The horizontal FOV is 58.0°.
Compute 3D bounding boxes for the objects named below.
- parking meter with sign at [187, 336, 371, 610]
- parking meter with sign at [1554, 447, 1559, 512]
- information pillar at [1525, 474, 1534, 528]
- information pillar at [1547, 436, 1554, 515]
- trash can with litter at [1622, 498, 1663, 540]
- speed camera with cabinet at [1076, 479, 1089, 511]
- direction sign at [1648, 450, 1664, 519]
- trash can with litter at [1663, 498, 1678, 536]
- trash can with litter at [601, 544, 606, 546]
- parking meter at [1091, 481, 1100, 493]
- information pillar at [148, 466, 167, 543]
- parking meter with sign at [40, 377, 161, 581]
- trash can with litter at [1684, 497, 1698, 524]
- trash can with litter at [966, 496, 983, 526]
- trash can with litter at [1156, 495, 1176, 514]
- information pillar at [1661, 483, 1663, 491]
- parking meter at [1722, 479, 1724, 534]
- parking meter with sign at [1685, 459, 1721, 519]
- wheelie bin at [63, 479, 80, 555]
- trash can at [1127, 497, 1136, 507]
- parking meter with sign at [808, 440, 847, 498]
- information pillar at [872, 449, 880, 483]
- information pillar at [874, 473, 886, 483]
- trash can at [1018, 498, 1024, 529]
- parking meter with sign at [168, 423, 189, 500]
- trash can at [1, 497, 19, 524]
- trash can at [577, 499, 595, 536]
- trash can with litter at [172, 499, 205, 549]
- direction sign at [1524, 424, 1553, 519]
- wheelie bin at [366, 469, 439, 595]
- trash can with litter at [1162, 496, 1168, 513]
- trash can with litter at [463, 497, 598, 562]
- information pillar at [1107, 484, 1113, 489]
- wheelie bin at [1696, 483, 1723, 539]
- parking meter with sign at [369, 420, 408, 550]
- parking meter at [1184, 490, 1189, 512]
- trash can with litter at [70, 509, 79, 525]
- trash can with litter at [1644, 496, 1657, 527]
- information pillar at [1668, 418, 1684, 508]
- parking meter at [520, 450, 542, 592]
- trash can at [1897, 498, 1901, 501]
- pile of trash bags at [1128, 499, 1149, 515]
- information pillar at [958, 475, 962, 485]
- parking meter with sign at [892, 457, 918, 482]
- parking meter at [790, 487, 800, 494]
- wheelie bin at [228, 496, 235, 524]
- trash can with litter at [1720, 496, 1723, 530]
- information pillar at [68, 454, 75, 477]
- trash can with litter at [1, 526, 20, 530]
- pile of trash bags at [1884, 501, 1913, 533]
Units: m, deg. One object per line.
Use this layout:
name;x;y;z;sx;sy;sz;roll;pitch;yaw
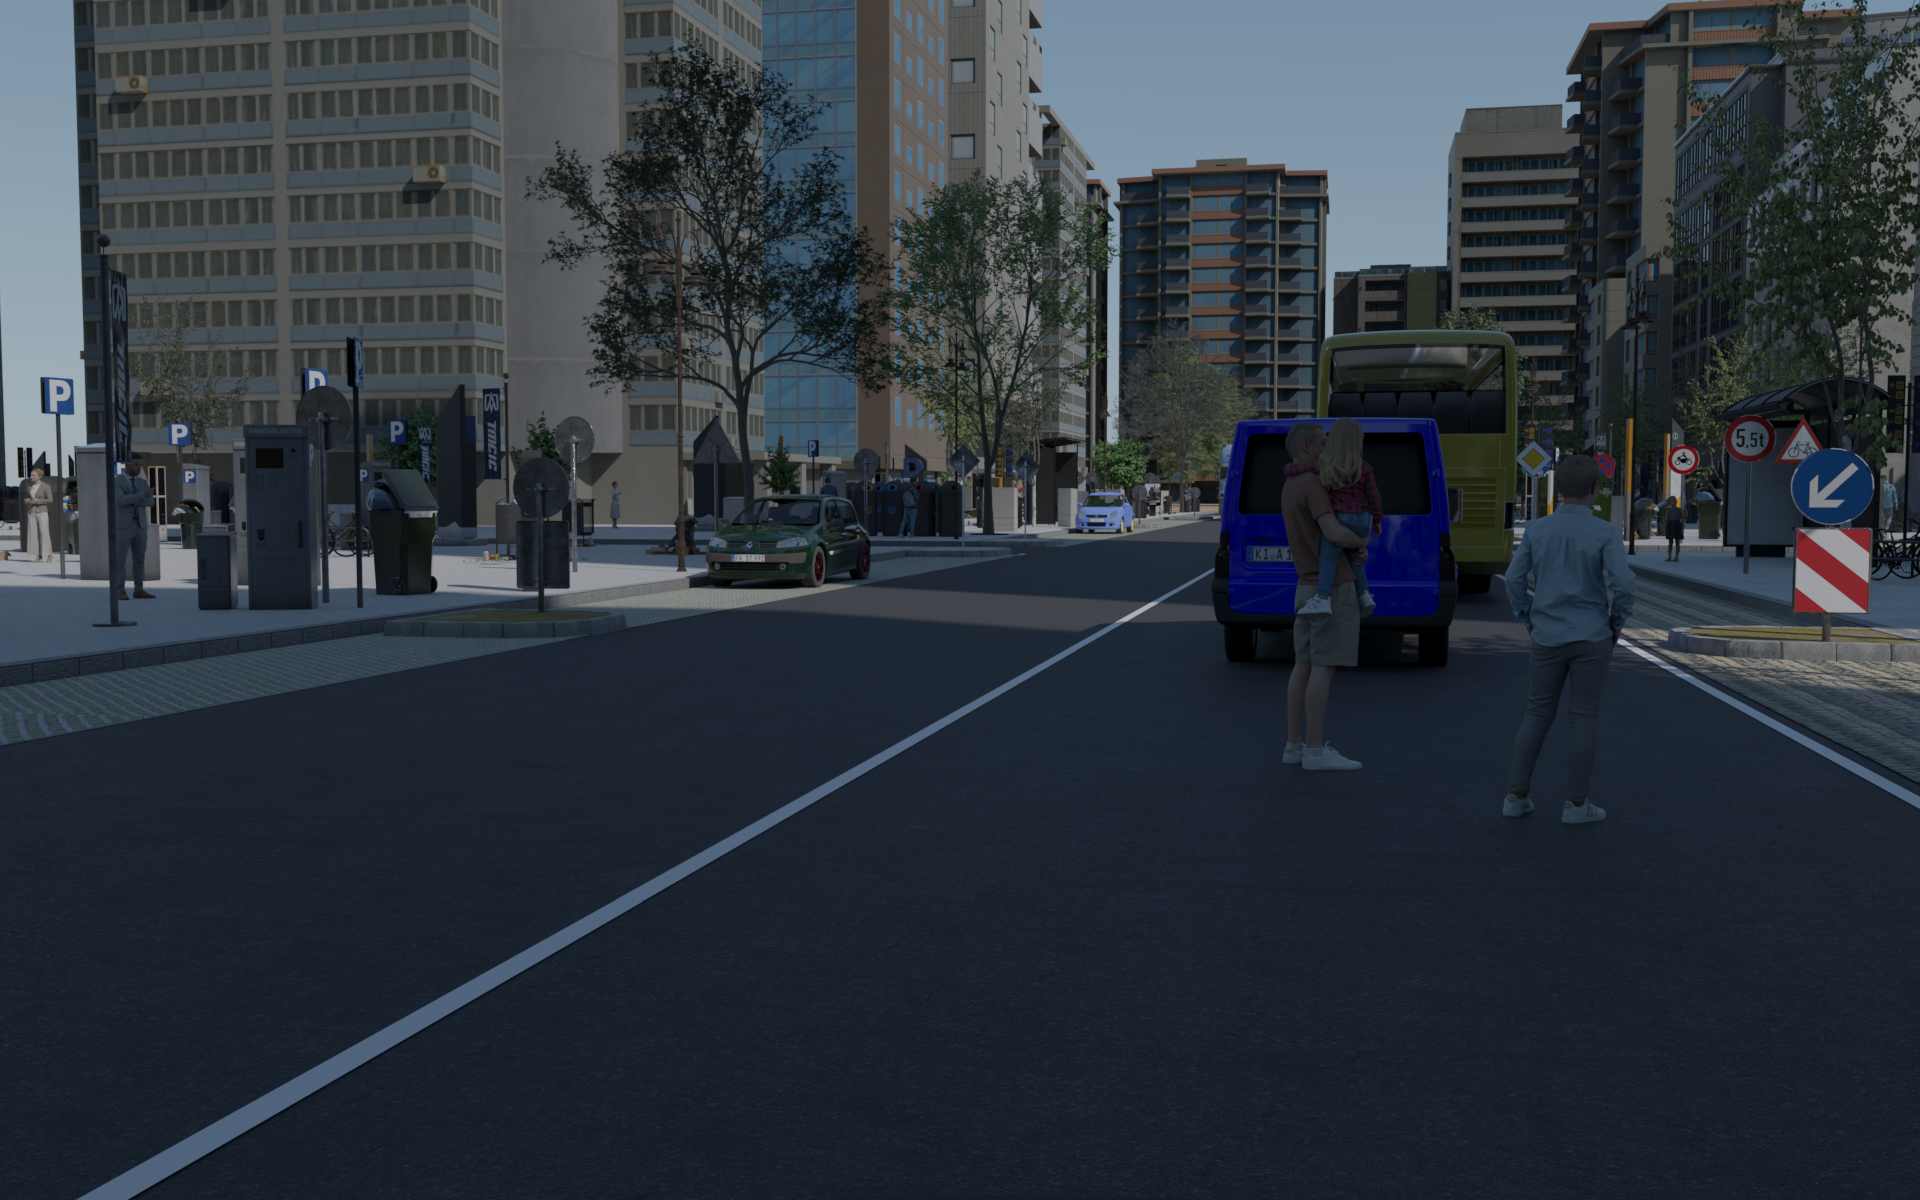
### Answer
parking meter with sign;-7.585;-1.410;19.318;1.738;3.016;0.543;-1;4;-10
parking meter with sign;22.876;-4.146;64.051;1.738;3.016;0.543;2;4;32
information pillar;17.980;-3.061;54.545;0.304;2.012;0.304;2;4;25
information pillar;20.764;-4.253;60.887;0.183;3.616;0.504;2;4;30
trash can with litter;18.999;-2.268;48.469;1.055;1.170;0.624;-2;4;-35
speed camera with cabinet;7.210;-6.607;102.353;0.660;3.252;2.038;0;4;-3
direction sign;36.034;-5.967;89.556;0.876;3.537;0.379;1;4;23
trash can with litter;21.151;-2.513;52.476;1.055;1.170;0.624;0;4;-4
trash can with litter;-9.841;-1.913;42.328;2.233;1.210;1.678;0;4;-5
parking meter;5.978;-4.333;76.560;0.255;1.863;0.399;-2;4;-24
information pillar;-21.258;-2.532;45.891;0.304;2.012;0.304;1;4;21
parking meter with sign;-12.736;-1.805;25.774;1.738;3.016;0.543;1;4;18
trash can with litter;31.437;-3.890;74.983;1.055;1.170;0.624;3;5;45
trash can with litter;0.776;-3.537;68.883;1.678;1.210;2.233;-1;4;-16
trash can with litter;13.291;-6.212;112.621;1.678;1.210;2.233;3;5;41
information pillar;46.224;-6.690;113.865;0.304;2.012;0.304;2;4;28
parking meter;24.596;-3.037;55.365;0.255;1.863;0.399;-1;4;-11
parking meter with sign;37.514;-5.591;87.669;1.738;3.016;0.543;1;4;16
wheelie bin;-18.558;-1.767;36.804;0.980;1.594;0.693;-3;5;-41
trash can;9.675;-5.303;98.354;0.748;1.137;0.748;0;3;0
parking meter with sign;-4.057;-3.679;56.418;1.738;3.016;0.543;-2;4;-35
information pillar;-4.367;-6.052;90.304;0.504;3.616;0.183;2;4;35
information pillar;-2.747;-3.381;59.776;0.304;2.012;0.304;2;4;33
trash can;2.032;-3.240;64.620;0.748;1.137;0.748;0;3;0
parking meter with sign;-19.152;-2.888;43.481;0.543;3.016;1.738;0;4;2
trash can;-41.297;-3.898;75.386;0.748;1.137;0.748;0;3;0
trash can;-11.644;-2.568;53.637;0.748;1.137;0.748;0;3;0
trash can with litter;-17.988;-1.788;40.622;0.624;1.170;1.055;0;4;-6
direction sign;18.778;-3.934;56.310;0.876;3.537;0.379;1;4;22
wheelie bin;-7.162;-0.872;22.162;0.693;1.594;0.980;2;4;26
trash can with litter;13.638;-6.342;115.078;0.624;1.170;1.055;0;4;-8
trash can with litter;-8.315;-1.365;33.381;2.233;1.210;1.678;0;4;-1
information pillar;9.646;-6.533;111.300;0.304;2.012;0.304;-1;4;-17
wheelie bin;21.254;-2.522;49.135;0.693;1.594;0.980;2;4;27
parking meter with sign;-13.586;-2.681;40.100;0.543;3.016;1.738;2;4;26
parking meter;15.904;-6.918;121.520;0.372;1.533;0.369;0;3;0
trash can with litter;-16.190;-1.304;32.702;0.624;1.170;1.055;1;4;12
trash can with litter;26.670;-3.448;67.431;1.678;1.210;2.233;0;4;2
information pillar;22.024;-3.789;53.311;0.504;3.616;0.183;-1;4;-22
parking meter;-5.634;-1.046;22.811;0.255;1.863;0.399;-1;4;-9
trash can;37.059;-3.482;68.576;0.748;1.137;0.748;0;3;0
pile of trash bags;10.605;-6.047;108.626;1.912;1.369;3.447;-1;4;-18
information pillar;-0.072;-7.119;107.754;0.504;3.616;0.183;-1;4;-11
parking meter with sign;-2.347;-5.282;82.627;1.738;3.016;0.543;0;4;-2
parking meter;-5.744;-3.175;60.323;0.372;1.533;0.369;0;3;0
wheelie bin;-11.329;-1.227;27.962;0.980;1.594;0.693;2;4;31
trash can with litter;27.219;-3.110;61.906;1.678;1.210;2.233;1;4;14
information pillar;-52.638;-6.807;102.645;0.183;3.616;0.504;0;4;4
trash can with litter;-33.550;-3.139;62.373;1.678;1.210;2.233;3;4;39
pile of trash bags;30.441;-2.919;57.470;1.912;1.369;3.447;3;4;37
